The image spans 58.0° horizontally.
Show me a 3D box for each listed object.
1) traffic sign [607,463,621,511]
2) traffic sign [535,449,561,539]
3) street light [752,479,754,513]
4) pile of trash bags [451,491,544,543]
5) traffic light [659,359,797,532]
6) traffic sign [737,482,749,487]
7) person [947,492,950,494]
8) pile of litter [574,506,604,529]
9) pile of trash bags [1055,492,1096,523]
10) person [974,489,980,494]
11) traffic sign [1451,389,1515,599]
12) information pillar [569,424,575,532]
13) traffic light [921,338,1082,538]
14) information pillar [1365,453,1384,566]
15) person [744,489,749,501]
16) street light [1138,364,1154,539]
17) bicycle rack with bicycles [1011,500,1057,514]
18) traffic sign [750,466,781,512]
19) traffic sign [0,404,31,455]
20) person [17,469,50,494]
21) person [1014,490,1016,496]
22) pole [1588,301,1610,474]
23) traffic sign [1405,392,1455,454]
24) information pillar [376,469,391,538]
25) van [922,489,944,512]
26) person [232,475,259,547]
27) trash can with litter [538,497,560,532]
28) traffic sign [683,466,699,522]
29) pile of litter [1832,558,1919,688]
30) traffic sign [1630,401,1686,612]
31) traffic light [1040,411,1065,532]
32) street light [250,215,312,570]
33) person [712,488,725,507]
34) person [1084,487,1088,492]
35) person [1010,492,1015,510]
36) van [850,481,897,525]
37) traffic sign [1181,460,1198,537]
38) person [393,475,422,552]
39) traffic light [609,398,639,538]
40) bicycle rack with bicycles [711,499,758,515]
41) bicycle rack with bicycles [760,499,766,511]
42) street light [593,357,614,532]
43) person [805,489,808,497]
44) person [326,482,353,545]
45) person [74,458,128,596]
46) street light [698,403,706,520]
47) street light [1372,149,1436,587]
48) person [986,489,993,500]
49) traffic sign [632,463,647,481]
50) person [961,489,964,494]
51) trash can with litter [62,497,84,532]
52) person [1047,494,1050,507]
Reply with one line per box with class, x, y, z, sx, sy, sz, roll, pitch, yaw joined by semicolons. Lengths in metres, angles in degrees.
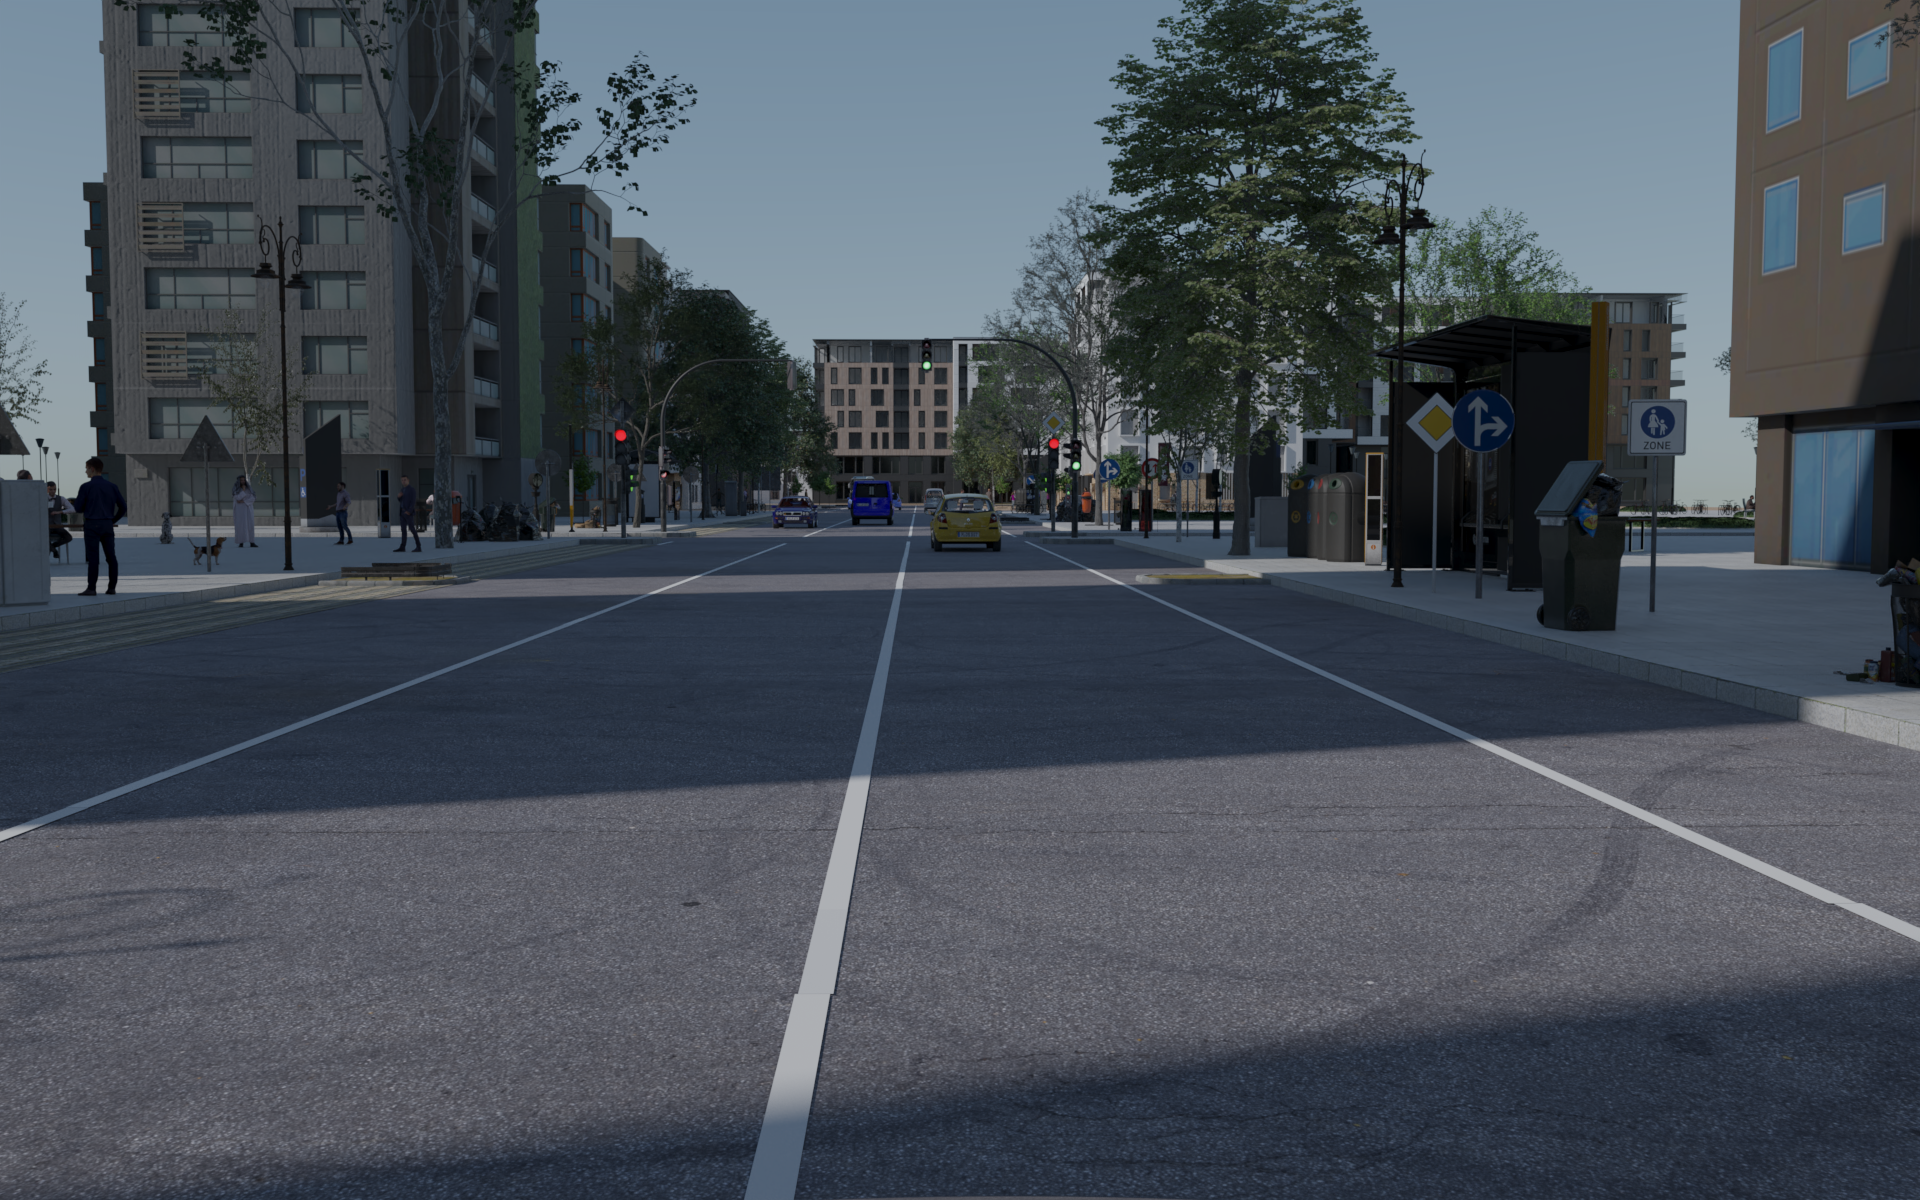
traffic sign;-14.240;-4.373;71.611;0.768;2.556;0.104;0;4;7
traffic sign;-11.776;-3.021;49.507;0.768;2.556;0.104;0;4;4
street light;-13.338;-8.486;111.529;0.468;5.910;1.993;0;4;-1
pile of trash bags;-12.848;-2.263;46.750;1.912;1.369;3.447;1;4;19
traffic light;-7.899;-5.127;58.494;4.771;5.953;1.251;0;4;-1
traffic sign;-15.391;-7.498;122.588;0.884;2.594;0.081;0;4;7
person;-0.686;-5.771;104.823;0.963;1.587;0.435;0;4;5
pile of litter;-13.909;-3.123;65.024;1.176;0.858;1.719;-1;4;-10
pile of trash bags;5.477;-4.237;79.024;1.912;1.369;3.447;-1;4;-9
person;0.789;-4.355;81.161;0.517;1.644;0.566;1;4;18
traffic sign;6.369;-1.289;21.189;0.768;2.556;0.104;0;4;1
information pillar;-13.137;-4.110;58.546;0.183;3.616;0.504;-1;4;-8
traffic light;1.251;-4.642;50.565;4.771;5.953;1.251;0;4;-1
information pillar;7.412;-1.620;30.977;0.304;2.012;0.304;1;4;16
person;-21.739;-10.432;176.473;0.599;1.838;0.709;1;4;20
street light;5.386;-4.716;49.894;0.468;5.910;1.993;0;4;-1
bicycle rack with bicycles;4.498;-6.024;111.869;2.925;0.926;2.852;2;4;33
traffic sign;-14.205;-8.111;126.489;2.265;3.308;0.079;0;4;7
traffic sign;-13.120;-1.445;23.623;0.884;2.594;0.081;0;4;1
person;-13.733;-1.107;25.613;0.415;1.643;0.593;1;4;8
person;6.457;-12.089;204.643;0.436;1.711;0.756;1;4;17
pole;6.797;-1.506;18.474;0.158;3.312;0.155;0;3;0
traffic sign;6.165;-1.385;22.376;0.795;2.593;0.064;0;4;7
information pillar;-16.798;-2.813;50.476;0.304;2.012;0.304;-2;4;-34
van;-2.001;-7.937;136.776;2.013;2.044;4.112;0;4;0
person;-17.218;-2.135;41.613;0.621;1.740;0.551;2;4;35
trash can with litter;-13.937;-2.844;57.884;0.624;1.170;1.055;3;4;38
traffic sign;-12.258;-4.820;78.905;0.768;2.556;0.104;1;4;8
pile of litter;6.658;0.143;11.623;1.176;0.858;1.719;0;4;3
traffic sign;7.541;-1.020;18.803;0.606;2.300;0.079;0;4;6
traffic light;3.149;-4.270;58.739;0.839;4.253;0.868;0;4;-1
street light;-11.303;-3.437;28.981;0.468;5.910;1.993;0;4;-1
person;-21.317;-9.001;153.229;1.348;1.821;0.705;0;4;-6
person;10.014;-8.100;138.484;0.705;1.822;1.348;2;4;25
person;4.398;-8.072;141.247;0.599;1.433;0.991;-2;4;-35
van;-4.064;-4.685;80.979;2.240;2.365;5.245;0;4;-1
traffic sign;6.745;-3.008;51.302;0.606;2.300;0.079;0;4;3
person;-12.219;-1.914;38.254;0.530;1.710;0.541;-3;5;-40
traffic light;-9.797;-3.762;50.427;0.839;4.253;0.868;0;4;-1
bicycle rack with bicycles;-14.311;-5.855;109.111;2.925;0.926;2.852;0;4;-6
bicycle rack with bicycles;-14.531;-6.503;119.709;2.852;0.926;2.925;3;5;42
street light;-12.054;-5.253;58.674;0.468;5.910;1.993;0;4;-1
person;-15.809;-10.534;178.375;0.705;1.812;1.348;0;4;4
person;-15.532;-2.171;43.497;0.963;1.587;0.435;3;5;39
person;-10.974;-0.934;22.011;0.504;1.737;0.576;1;4;22
street light;-12.685;-6.884;85.344;0.468;5.910;1.993;0;4;-1
street light;6.032;-3.114;23.709;0.468;5.910;1.993;0;4;-1
person;2.740;-9.577;163.179;0.990;1.755;0.434;1;4;22
traffic sign;-13.498;-4.425;72.353;0.884;2.594;0.081;0;4;7
person;0.292;-6.923;122.224;0.750;1.759;0.617;0;4;-6
trash can with litter;-30.202;-2.932;59.320;0.624;1.170;1.055;0;4;7
person;8.015;-9.286;158.550;0.721;1.739;1.217;2;4;24
